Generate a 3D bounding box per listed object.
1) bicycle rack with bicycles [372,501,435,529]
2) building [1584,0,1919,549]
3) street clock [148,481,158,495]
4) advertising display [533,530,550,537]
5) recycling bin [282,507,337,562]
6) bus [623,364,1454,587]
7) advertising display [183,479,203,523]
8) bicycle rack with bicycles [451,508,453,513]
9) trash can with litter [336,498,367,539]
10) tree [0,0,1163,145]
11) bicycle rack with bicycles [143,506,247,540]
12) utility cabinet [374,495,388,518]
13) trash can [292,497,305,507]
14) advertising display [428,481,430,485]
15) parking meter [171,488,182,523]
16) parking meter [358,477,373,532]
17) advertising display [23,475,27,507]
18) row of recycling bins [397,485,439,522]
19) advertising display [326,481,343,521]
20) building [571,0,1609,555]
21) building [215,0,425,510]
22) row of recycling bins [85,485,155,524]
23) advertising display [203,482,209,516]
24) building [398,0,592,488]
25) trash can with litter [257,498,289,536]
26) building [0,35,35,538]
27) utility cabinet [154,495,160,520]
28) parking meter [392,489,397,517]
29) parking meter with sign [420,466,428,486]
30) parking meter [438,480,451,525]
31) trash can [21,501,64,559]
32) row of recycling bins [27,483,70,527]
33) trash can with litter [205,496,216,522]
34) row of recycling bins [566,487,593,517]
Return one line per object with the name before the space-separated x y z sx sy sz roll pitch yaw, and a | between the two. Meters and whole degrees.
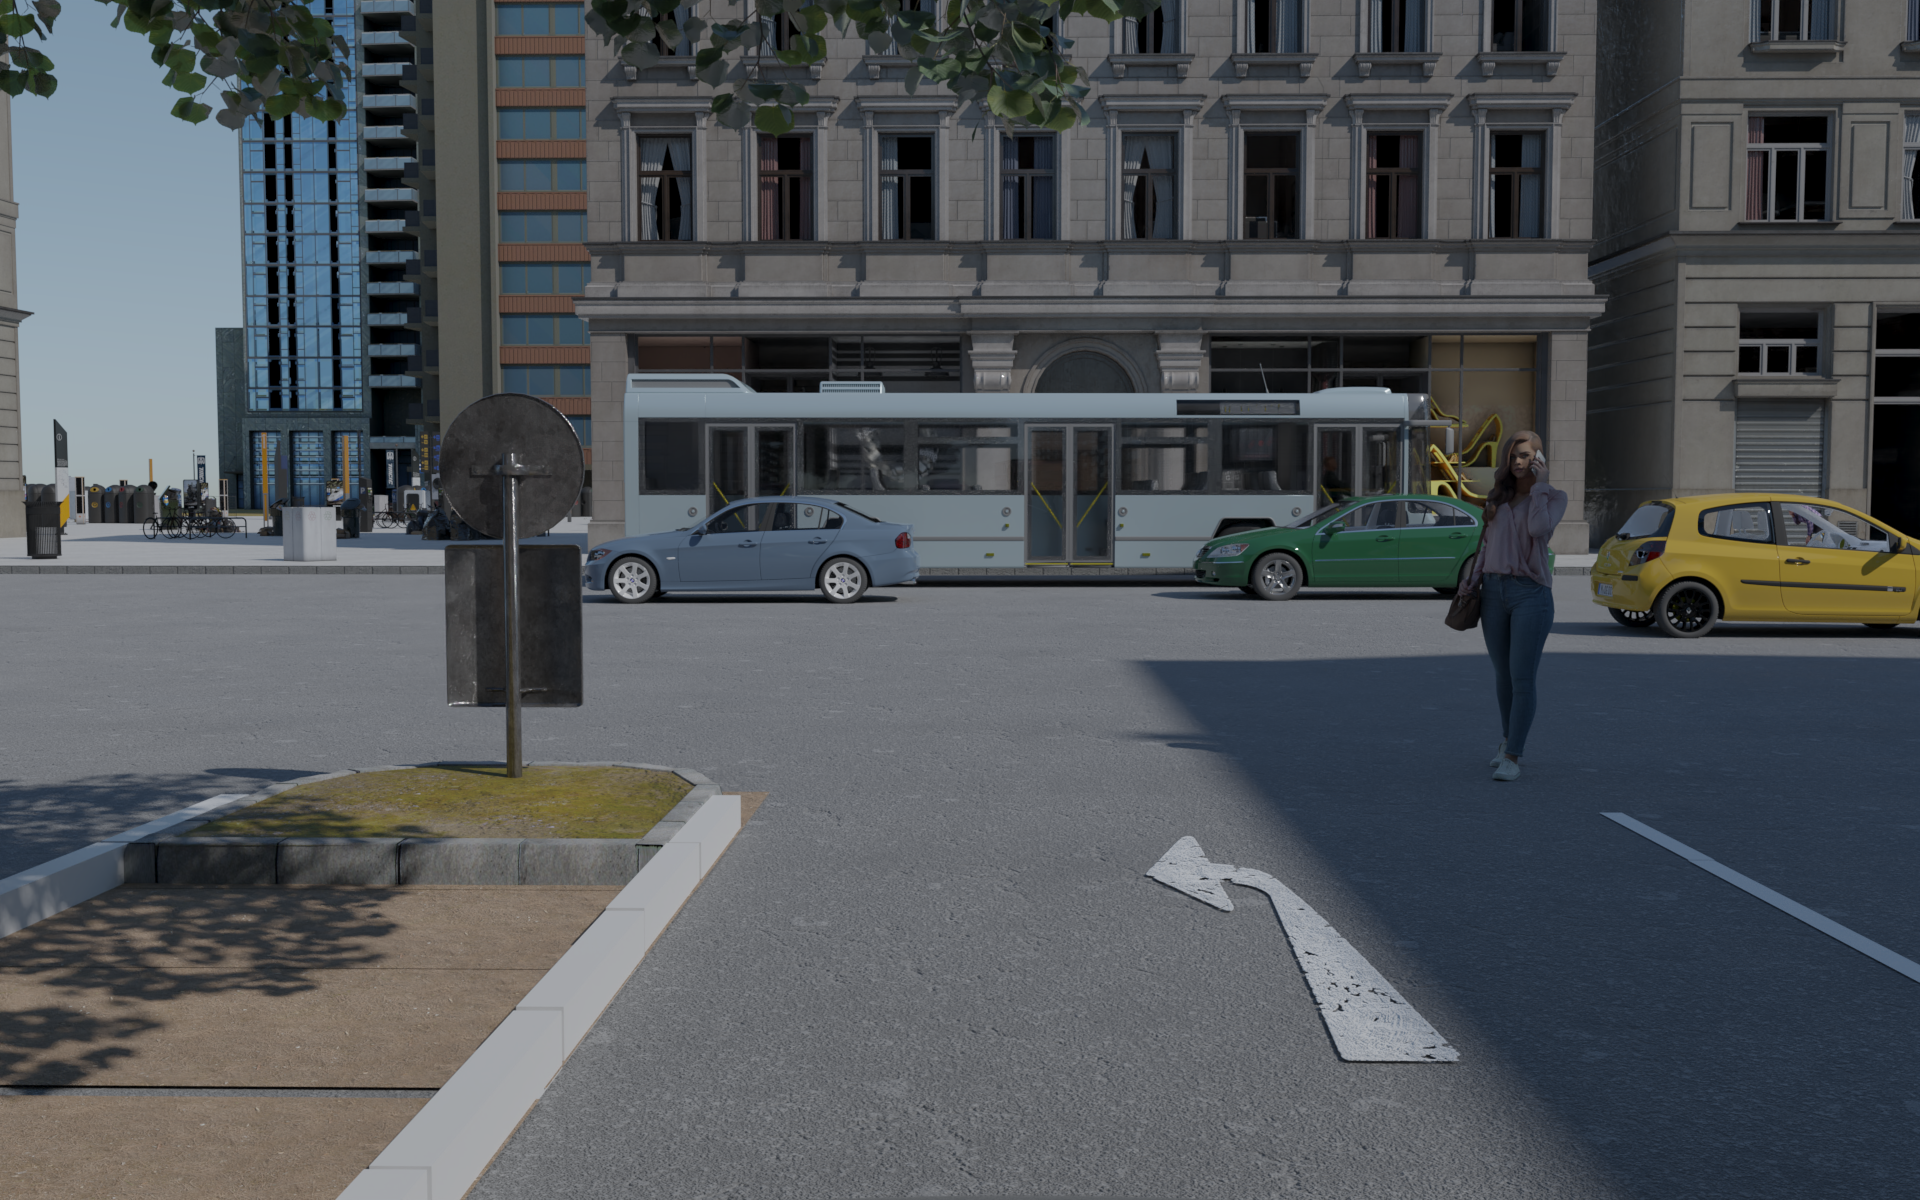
bicycle rack with bicycles | -21.117 -3.166 65.138 2.925 0.926 2.852 -1 4 -11
building | 29.202 -12.793 42.455 30.059 22.955 16.112 0 4 1
street clock | -44.715 -5.591 95.988 0.471 2.002 0.358 -1 4 -15
advertising display | -12.596 -2.863 52.019 0.123 1.923 0.974 1 4 18
recycling bin | -12.487 -1.266 33.252 0.722 1.027 0.722 2 4 35
bus | 1.521 -1.997 27.503 13.247 3.499 2.948 0 4 -1
advertising display | -33.763 -4.335 76.099 0.974 1.923 0.123 2 4 30
bicycle rack with bicycles | -21.807 -3.612 72.436 2.852 0.926 2.925 3 5 45
trash can with litter | -17.585 -2.353 49.865 0.624 1.170 1.055 0 4 5
tree | -1.684 -5.670 1.824 9.857 13.997 8.962 0 3 0
bicycle rack with bicycles | -22.098 -2.231 49.855 2.852 0.926 2.925 2 4 35
utility cabinet | -30.515 -4.904 91.342 0.306 1.237 1.020 0 4 7
trash can | -36.652 -5.158 95.984 0.748 1.137 0.748 0 3 0
advertising display | -25.560 -4.842 84.380 0.123 1.923 0.974 1 4 20
parking meter | -31.373 -3.729 69.382 0.372 1.533 0.369 0 3 0
parking meter | -19.935 -3.204 58.101 0.399 1.863 0.255 1 4 19
advertising display | -31.675 -3.250 58.355 0.123 1.923 0.974 -1 4 -9
row of recycling bins | -25.258 -4.557 81.623 1.069 1.692 3.534 1 4 20
advertising display | -29.766 -4.742 82.743 0.974 1.923 0.123 0 4 0
building | -6.491 -11.608 40.696 40.483 20.767 10.553 0 4 1
building | -48.151 -51.212 149.994 31.000 86.520 22.319 0 4 1
row of recycling bins | -36.594 -4.188 75.582 3.534 1.692 1.069 1 4 22
advertising display | -41.847 -5.545 95.873 0.123 1.923 0.974 0 3 0
building | -23.732 -28.067 113.521 22.147 44.769 28.867 0 4 1
trash can with litter | -20.936 -2.530 52.759 1.055 1.170 0.624 1 4 16
building | -42.150 -12.879 43.860 30.059 22.955 16.112 0 4 1
utility cabinet | -39.871 -4.526 85.169 1.020 1.237 0.306 -2 4 -24
parking meter | -28.587 -4.858 87.833 0.372 1.533 0.369 0 3 0
parking meter with sign | -30.169 -6.278 98.913 1.738 3.016 0.543 1 4 22
parking meter | -18.060 -3.361 60.668 0.255 1.863 0.399 1 4 23
trash can | -18.075 -1.377 34.161 0.748 1.137 0.748 0 3 0
row of recycling bins | -36.156 -3.721 67.946 3.534 1.692 1.069 3 5 41
trash can with litter | -28.791 -3.340 65.673 1.678 1.210 2.233 1 4 22
row of recycling bins | -21.945 -5.463 96.440 3.534 1.692 1.069 -3 5 -44
